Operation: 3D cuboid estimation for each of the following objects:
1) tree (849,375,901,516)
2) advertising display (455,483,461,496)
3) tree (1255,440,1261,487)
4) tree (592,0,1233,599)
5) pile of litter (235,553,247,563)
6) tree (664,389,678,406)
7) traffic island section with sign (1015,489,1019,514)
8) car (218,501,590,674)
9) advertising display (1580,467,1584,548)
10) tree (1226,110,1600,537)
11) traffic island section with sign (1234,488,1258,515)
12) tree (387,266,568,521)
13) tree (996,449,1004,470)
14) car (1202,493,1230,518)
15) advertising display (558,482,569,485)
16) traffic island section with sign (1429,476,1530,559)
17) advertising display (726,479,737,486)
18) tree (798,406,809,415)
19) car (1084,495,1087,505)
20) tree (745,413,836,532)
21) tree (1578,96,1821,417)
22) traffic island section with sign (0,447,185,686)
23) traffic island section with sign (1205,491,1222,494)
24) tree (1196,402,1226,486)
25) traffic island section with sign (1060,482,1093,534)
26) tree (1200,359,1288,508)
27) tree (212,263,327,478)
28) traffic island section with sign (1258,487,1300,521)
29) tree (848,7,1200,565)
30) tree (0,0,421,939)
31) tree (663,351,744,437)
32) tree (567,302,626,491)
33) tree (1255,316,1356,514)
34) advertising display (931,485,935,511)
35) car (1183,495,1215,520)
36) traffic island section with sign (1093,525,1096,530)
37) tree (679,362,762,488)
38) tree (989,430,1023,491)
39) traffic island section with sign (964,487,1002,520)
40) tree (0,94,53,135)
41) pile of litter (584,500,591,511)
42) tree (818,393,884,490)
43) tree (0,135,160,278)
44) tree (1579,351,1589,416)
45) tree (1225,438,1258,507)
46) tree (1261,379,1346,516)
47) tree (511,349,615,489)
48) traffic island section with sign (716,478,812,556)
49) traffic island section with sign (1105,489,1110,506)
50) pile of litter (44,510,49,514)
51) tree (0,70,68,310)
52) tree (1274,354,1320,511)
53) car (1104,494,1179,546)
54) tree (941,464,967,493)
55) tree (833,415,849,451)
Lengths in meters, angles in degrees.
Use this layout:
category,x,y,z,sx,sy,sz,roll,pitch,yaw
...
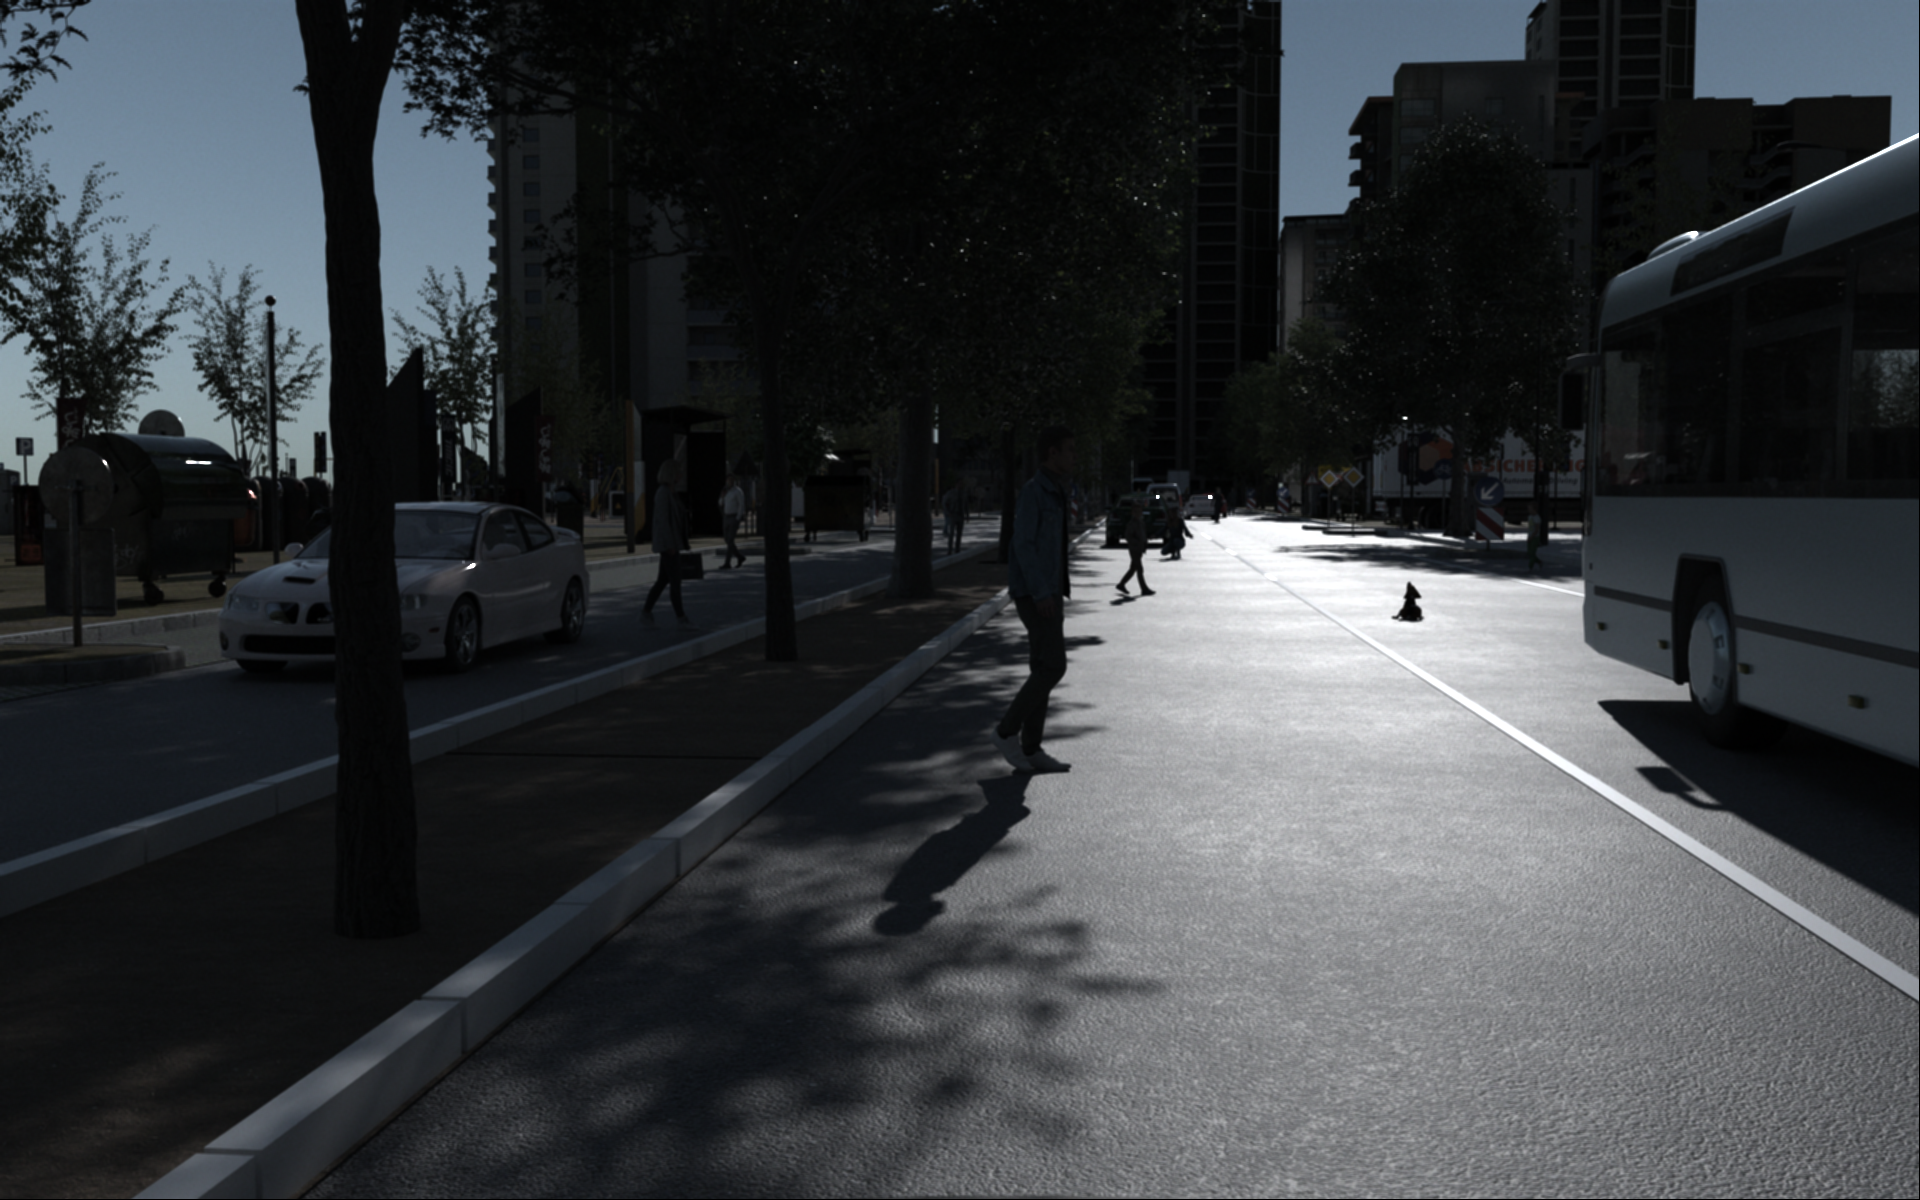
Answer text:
category,x,y,z,sx,sy,sz,roll,pitch,yaw
tree,-4.223,-9.347,103.190,4.360,8.622,3.978,0,3,0
advertising display,-28.764,-5.768,99.519,0.123,1.923,0.974,-3,4,-37
tree,25.389,-11.504,138.455,4.360,8.622,3.978,0,3,0
tree,-0.678,-6.998,23.530,9.857,13.997,8.962,0,3,0
pile of litter,-14.178,-1.139,32.595,1.719,0.858,1.176,3,5,42
tree,-16.355,-9.568,106.806,4.737,8.622,4.395,0,3,0
traffic island section with sign,3.914,-6.978,122.721,1.989,1.847,2.006,0,4,6
car,-4.734,-0.186,15.401,2.083,1.381,4.827,0,4,5
advertising display,15.062,-2.195,41.096,0.123,1.923,0.974,-1,4,-15
tree,15.003,-8.262,52.090,9.611,12.733,9.660,0,3,0
traffic island section with sign,20.200,-6.875,121.028,1.989,1.847,2.006,0,4,6
tree,-15.916,-6.413,55.210,4.737,8.622,4.395,0,3,0
tree,4.944,-13.035,163.489,4.737,8.622,4.395,0,3,0
car,15.639,-6.016,107.405,2.155,1.783,4.494,0,4,7
advertising display,-21.823,-5.513,95.356,0.123,1.923,0.974,3,4,36
traffic island section with sign,11.702,-1.866,39.145,1.989,1.847,2.006,0,4,6
advertising display,-9.907,-4.157,73.187,0.974,1.923,0.123,-1,4,-13
tree,-9.804,-10.247,117.908,4.737,8.622,4.395,0,3,0
car,14.452,-11.500,200.393,2.083,1.381,4.827,0,4,5
tree,-5.791,-4.576,58.537,4.285,4.588,4.351,0,3,0
tree,13.993,-5.038,32.732,4.737,8.622,4.395,0,3,0
traffic island section with sign,-7.390,-0.317,13.803,1.989,1.847,2.006,0,4,6
traffic island section with sign,25.428,-9.958,171.443,1.989,1.847,2.006,0,4,6
tree,30.757,-16.738,190.667,9.611,12.733,9.660,0,3,0
traffic island section with sign,3.732,-3.362,63.113,2.006,1.907,1.989,0,4,6
tree,26.994,-15.115,157.504,12.009,13.543,11.850,0,3,0
tree,-22.669,-6.402,55.039,4.360,8.622,3.978,0,3,0
traffic island section with sign,17.412,-5.235,94.217,1.989,1.847,2.006,0,4,6
tree,1.059,-6.535,35.057,9.928,11.665,9.643,0,3,0
tree,-1.847,-4.209,5.693,8.767,10.594,7.601,0,4,6
tree,-13.041,-8.484,89.084,4.360,8.622,3.978,0,3,0
tree,-14.803,-6.789,61.357,4.737,8.622,4.395,0,3,0
tree,22.578,-11.766,110.503,7.486,12.596,7.792,0,3,0
advertising display,-2.495,-8.309,141.067,0.974,1.923,0.123,-2,4,-32
car,13.712,-5.261,98.382,2.083,1.381,4.827,0,4,4
traffic island section with sign,4.506,-3.813,70.480,2.006,1.907,1.989,0,4,6
tree,-12.465,-8.877,95.501,4.737,8.622,4.395,0,3,0
tree,4.142,-12.025,146.969,4.360,8.622,3.978,0,3,0
traffic island section with sign,1.123,-5.338,95.911,1.989,1.847,2.006,0,4,6
tree,-16.831,-4.754,28.097,4.360,8.622,3.978,0,3,0
pile of litter,-28.376,-7.154,130.927,1.719,0.858,1.176,1,4,21
tree,-6.528,-9.764,110.004,4.737,8.622,4.395,0,3,0
tree,-19.394,-5.364,38.058,4.360,8.622,3.978,0,3,0
tree,29.352,-7.752,77.106,4.360,8.622,3.978,0,3,0
tree,29.260,-13.863,177.023,4.737,8.622,4.395,0,3,0
tree,20.757,-9.228,101.233,4.360,8.622,3.978,0,3,0
tree,-19.854,-8.386,87.476,4.360,8.622,3.978,0,3,0
traffic island section with sign,-4.580,-1.979,40.980,1.989,1.847,2.006,0,4,6
traffic island section with sign,12.255,-8.384,145.219,2.006,1.907,1.989,0,4,6
pile of litter,-60.037,-6.060,113.047,1.719,0.858,1.176,2,4,33
tree,-14.175,-4.405,22.379,4.737,8.622,4.395,0,3,0
tree,23.801,-12.519,130.438,9.928,11.665,9.643,0,3,0
car,5.112,-2.274,48.976,2.131,1.459,4.920,0,4,8
tree,-0.535,-7.110,110.851,1.663,3.219,1.824,0,3,0
tree,-7.019,-10.871,128.103,4.360,8.622,3.978,0,3,0
